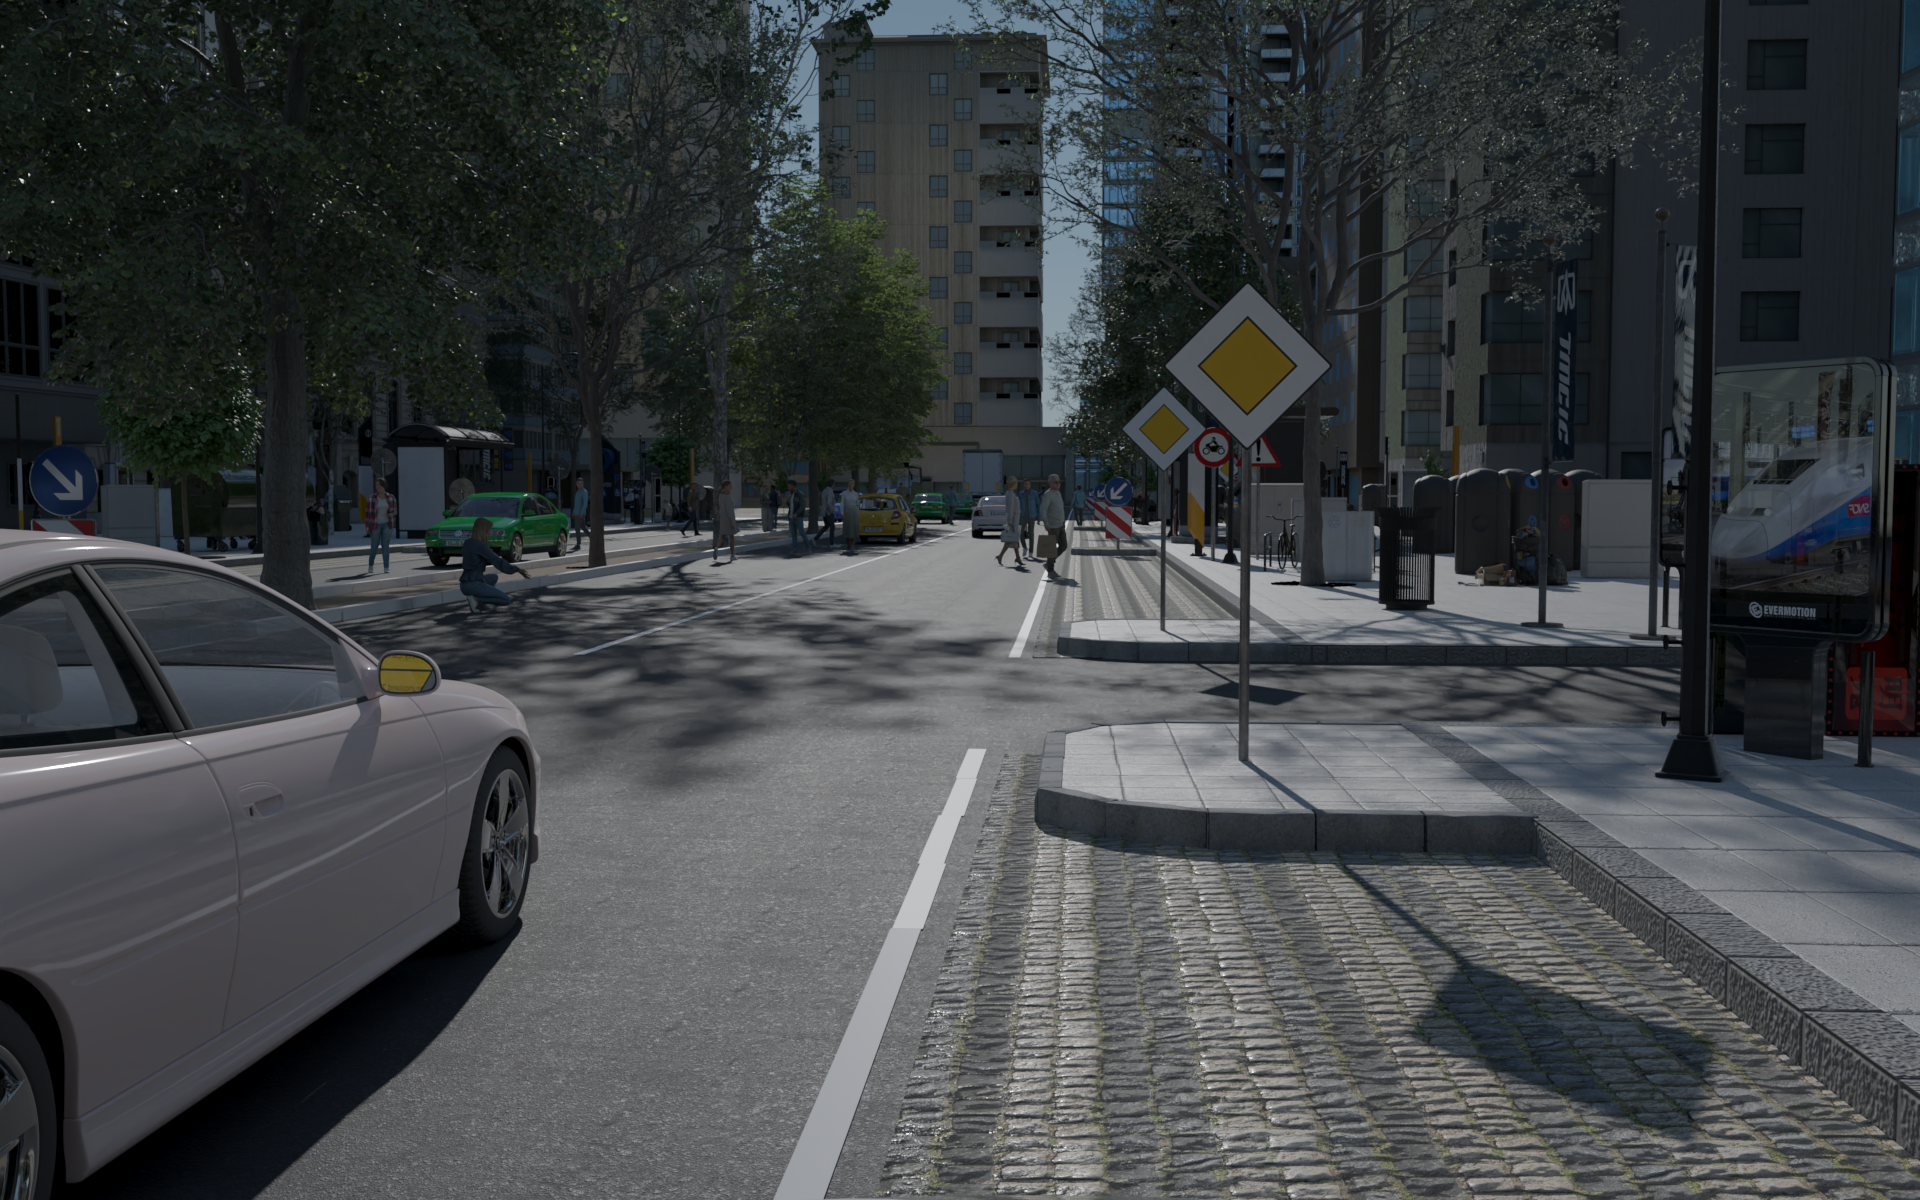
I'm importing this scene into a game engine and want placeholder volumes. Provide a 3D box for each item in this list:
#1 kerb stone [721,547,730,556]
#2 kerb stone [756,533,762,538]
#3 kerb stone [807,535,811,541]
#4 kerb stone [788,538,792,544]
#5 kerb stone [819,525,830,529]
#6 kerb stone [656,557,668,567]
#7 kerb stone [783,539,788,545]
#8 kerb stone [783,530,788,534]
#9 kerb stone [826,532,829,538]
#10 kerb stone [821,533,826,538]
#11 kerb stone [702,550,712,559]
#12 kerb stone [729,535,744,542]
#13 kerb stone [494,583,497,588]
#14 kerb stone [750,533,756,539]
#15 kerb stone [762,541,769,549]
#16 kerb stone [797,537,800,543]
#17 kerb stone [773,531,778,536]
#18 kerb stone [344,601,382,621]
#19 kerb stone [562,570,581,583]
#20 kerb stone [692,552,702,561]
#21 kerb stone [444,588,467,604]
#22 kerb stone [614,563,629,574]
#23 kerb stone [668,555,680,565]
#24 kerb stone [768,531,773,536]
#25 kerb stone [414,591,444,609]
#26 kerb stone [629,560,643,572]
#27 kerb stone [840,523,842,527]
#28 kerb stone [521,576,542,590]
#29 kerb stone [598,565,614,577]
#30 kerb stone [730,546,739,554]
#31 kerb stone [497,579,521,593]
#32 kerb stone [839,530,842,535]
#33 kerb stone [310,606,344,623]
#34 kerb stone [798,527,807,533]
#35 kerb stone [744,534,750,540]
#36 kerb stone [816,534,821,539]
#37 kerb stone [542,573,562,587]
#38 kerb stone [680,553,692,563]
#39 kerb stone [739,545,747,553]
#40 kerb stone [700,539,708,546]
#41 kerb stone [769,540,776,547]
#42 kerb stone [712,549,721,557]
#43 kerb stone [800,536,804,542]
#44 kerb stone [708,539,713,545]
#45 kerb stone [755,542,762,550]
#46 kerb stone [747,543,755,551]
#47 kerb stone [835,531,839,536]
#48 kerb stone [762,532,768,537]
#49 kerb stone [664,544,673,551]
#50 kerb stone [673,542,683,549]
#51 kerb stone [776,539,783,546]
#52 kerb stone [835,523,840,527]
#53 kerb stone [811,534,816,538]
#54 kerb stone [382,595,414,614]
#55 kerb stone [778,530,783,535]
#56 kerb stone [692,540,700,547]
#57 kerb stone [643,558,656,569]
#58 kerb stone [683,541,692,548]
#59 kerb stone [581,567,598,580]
[{"bbox_3d":[-5.594,-1.114,40.479,0.120,0.150,1.000,0,4,4],"label":"kerb stone"},{"bbox_3d":[-6.636,-2.067,55.988,0.120,0.150,1.000,0,4,4],"label":"kerb stone"},{"bbox_3d":[-4.754,-1.869,52.756,0.120,0.150,1.000,0,4,4],"label":"kerb stone"},{"bbox_3d":[-4.963,-1.676,49.671,0.120,0.150,1.000,0,4,4],"label":"kerb stone"},{"bbox_3d":[-5.590,-3.003,71.316,0.120,0.150,1.000,0,4,4],"label":"kerb stone"},{"bbox_3d":[-6.013,-0.743,34.340,0.120,0.150,1.000,0,4,4],"label":"kerb stone"},{"bbox_3d":[-5.033,-1.614,48.651,0.120,0.150,1.000,0,4,4],"label":"kerb stone"},{"bbox_3d":[-6.290,-2.378,61.103,0.120,0.150,1.000,0,4,4],"label":"kerb stone"},{"bbox_3d":[-4.472,-2.115,56.843,0.120,0.150,1.000,0,4,4],"label":"kerb stone"},{"bbox_3d":[-4.548,-2.055,55.816,0.120,0.150,1.000,0,4,4],"label":"kerb stone"},{"bbox_3d":[-5.726,-0.993,38.437,0.120,0.150,1.000,0,4,4],"label":"kerb stone"},{"bbox_3d":[-6.847,-1.880,52.929,0.120,0.150,1.000,0,4,4],"label":"kerb stone"},{"bbox_3d":[-6.712,-0.116,24.116,0.120,0.150,1.000,0,4,4],"label":"kerb stone"},{"bbox_3d":[-6.705,-2.004,54.968,0.120,0.150,1.000,0,4,4],"label":"kerb stone"},{"bbox_3d":[-5.236,-1.431,45.590,0.120,0.150,1.000,0,4,4],"label":"kerb stone"},{"bbox_3d":[-4.889,-1.743,50.700,0.120,0.150,1.000,0,4,4],"label":"kerb stone"},{"bbox_3d":[-6.422,-2.255,59.062,0.120,0.150,1.000,0,4,4],"label":"kerb stone"},{"bbox_3d":[-6.977,0.133,20.024,0.120,0.150,1.000,0,4,4],"label":"kerb stone"},{"bbox_3d":[-6.424,-0.368,28.204,0.120,0.150,1.000,0,4,4],"label":"kerb stone"},{"bbox_3d":[-5.801,-0.931,37.412,0.120,0.150,1.000,0,4,4],"label":"kerb stone"},{"bbox_3d":[-6.774,-0.055,23.096,0.120,0.150,1.000,0,4,4],"label":"kerb stone"},{"bbox_3d":[-6.217,-0.555,31.277,0.120,0.150,1.000,0,4,4],"label":"kerb stone"},{"bbox_3d":[-5.938,-0.806,35.368,0.120,0.150,1.000,0,4,4],"label":"kerb stone"},{"bbox_3d":[-6.496,-2.192,58.034,0.120,0.150,1.000,0,4,4],"label":"kerb stone"},{"bbox_3d":[-6.846,0.008,22.071,0.120,0.150,1.000,0,4,4],"label":"kerb stone"},{"bbox_3d":[-6.149,-0.618,32.300,0.120,0.150,1.000,0,4,4],"label":"kerb stone"},{"bbox_3d":[-5.310,-3.253,75.414,0.120,0.150,1.000,0,4,4],"label":"kerb stone"},{"bbox_3d":[-6.568,-0.240,26.162,0.120,0.150,1.000,0,4,4],"label":"kerb stone"},{"bbox_3d":[-6.289,-0.493,30.257,0.120,0.150,1.000,0,4,4],"label":"kerb stone"},{"bbox_3d":[-5.519,-1.181,41.500,0.120,0.150,1.000,0,4,4],"label":"kerb stone"},{"bbox_3d":[-6.633,-0.179,25.140,0.120,0.150,1.000,0,4,4],"label":"kerb stone"},{"bbox_3d":[-4.257,-2.306,59.930,0.120,0.150,1.000,0,4,4],"label":"kerb stone"},{"bbox_3d":[-7.059,0.195,19.004,0.120,0.150,1.000,0,4,4],"label":"kerb stone"},{"bbox_3d":[-6.010,-2.629,65.187,0.120,0.150,1.000,0,4,4],"label":"kerb stone"},{"bbox_3d":[-6.780,-1.942,53.949,0.120,0.150,1.000,0,4,4],"label":"kerb stone"},{"bbox_3d":[-4.615,-1.994,54.796,0.120,0.150,1.000,0,4,4],"label":"kerb stone"},{"bbox_3d":[-6.495,-0.305,27.181,0.120,0.150,1.000,0,4,4],"label":"kerb stone"},{"bbox_3d":[-5.864,-0.868,36.391,0.120,0.150,1.000,0,4,4],"label":"kerb stone"},{"bbox_3d":[-5.443,-1.244,42.527,0.120,0.150,1.000,0,4,4],"label":"kerb stone"},{"bbox_3d":[-7.195,-1.567,47.825,0.120,0.150,1.000,0,4,4],"label":"kerb stone"},{"bbox_3d":[-5.169,-1.489,46.611,0.120,0.150,1.000,0,4,4],"label":"kerb stone"},{"bbox_3d":[-5.658,-1.056,39.459,0.120,0.150,1.000,0,4,4],"label":"kerb stone"},{"bbox_3d":[-4.823,-1.802,51.736,0.120,0.150,1.000,0,4,4],"label":"kerb stone"},{"bbox_3d":[-7.128,-1.626,48.846,0.120,0.150,1.000,0,4,4],"label":"kerb stone"},{"bbox_3d":[-5.315,-1.367,44.570,0.120,0.150,1.000,0,4,4],"label":"kerb stone"},{"bbox_3d":[-5.384,-1.304,43.551,0.120,0.150,1.000,0,4,4],"label":"kerb stone"},{"bbox_3d":[-4.341,-2.237,58.895,0.120,0.150,1.000,0,4,4],"label":"kerb stone"},{"bbox_3d":[-6.564,-2.130,57.013,0.120,0.150,1.000,0,4,4],"label":"kerb stone"},{"bbox_3d":[-7.475,-1.315,43.728,0.120,0.150,1.000,0,4,4],"label":"kerb stone"},{"bbox_3d":[-7.405,-1.380,44.750,0.120,0.150,1.000,0,4,4],"label":"kerb stone"},{"bbox_3d":[-5.094,-1.556,47.630,0.120,0.150,1.000,0,4,4],"label":"kerb stone"},{"bbox_3d":[-5.377,-3.193,74.394,0.120,0.150,1.000,0,4,4],"label":"kerb stone"},{"bbox_3d":[-4.681,-1.932,53.775,0.120,0.150,1.000,0,4,4],"label":"kerb stone"},{"bbox_3d":[-6.918,0.074,21.051,0.120,0.150,1.000,0,4,4],"label":"kerb stone"},{"bbox_3d":[-6.360,-2.315,60.083,0.120,0.150,1.000,0,4,4],"label":"kerb stone"},{"bbox_3d":[-7.271,-1.499,46.806,0.120,0.150,1.000,0,4,4],"label":"kerb stone"},{"bbox_3d":[-6.080,-0.680,33.320,0.120,0.150,1.000,0,4,4],"label":"kerb stone"},{"bbox_3d":[-7.332,-1.438,45.775,0.120,0.150,1.000,0,4,4],"label":"kerb stone"},{"bbox_3d":[-6.354,-0.430,29.232,0.120,0.150,1.000,0,4,4],"label":"kerb stone"}]
